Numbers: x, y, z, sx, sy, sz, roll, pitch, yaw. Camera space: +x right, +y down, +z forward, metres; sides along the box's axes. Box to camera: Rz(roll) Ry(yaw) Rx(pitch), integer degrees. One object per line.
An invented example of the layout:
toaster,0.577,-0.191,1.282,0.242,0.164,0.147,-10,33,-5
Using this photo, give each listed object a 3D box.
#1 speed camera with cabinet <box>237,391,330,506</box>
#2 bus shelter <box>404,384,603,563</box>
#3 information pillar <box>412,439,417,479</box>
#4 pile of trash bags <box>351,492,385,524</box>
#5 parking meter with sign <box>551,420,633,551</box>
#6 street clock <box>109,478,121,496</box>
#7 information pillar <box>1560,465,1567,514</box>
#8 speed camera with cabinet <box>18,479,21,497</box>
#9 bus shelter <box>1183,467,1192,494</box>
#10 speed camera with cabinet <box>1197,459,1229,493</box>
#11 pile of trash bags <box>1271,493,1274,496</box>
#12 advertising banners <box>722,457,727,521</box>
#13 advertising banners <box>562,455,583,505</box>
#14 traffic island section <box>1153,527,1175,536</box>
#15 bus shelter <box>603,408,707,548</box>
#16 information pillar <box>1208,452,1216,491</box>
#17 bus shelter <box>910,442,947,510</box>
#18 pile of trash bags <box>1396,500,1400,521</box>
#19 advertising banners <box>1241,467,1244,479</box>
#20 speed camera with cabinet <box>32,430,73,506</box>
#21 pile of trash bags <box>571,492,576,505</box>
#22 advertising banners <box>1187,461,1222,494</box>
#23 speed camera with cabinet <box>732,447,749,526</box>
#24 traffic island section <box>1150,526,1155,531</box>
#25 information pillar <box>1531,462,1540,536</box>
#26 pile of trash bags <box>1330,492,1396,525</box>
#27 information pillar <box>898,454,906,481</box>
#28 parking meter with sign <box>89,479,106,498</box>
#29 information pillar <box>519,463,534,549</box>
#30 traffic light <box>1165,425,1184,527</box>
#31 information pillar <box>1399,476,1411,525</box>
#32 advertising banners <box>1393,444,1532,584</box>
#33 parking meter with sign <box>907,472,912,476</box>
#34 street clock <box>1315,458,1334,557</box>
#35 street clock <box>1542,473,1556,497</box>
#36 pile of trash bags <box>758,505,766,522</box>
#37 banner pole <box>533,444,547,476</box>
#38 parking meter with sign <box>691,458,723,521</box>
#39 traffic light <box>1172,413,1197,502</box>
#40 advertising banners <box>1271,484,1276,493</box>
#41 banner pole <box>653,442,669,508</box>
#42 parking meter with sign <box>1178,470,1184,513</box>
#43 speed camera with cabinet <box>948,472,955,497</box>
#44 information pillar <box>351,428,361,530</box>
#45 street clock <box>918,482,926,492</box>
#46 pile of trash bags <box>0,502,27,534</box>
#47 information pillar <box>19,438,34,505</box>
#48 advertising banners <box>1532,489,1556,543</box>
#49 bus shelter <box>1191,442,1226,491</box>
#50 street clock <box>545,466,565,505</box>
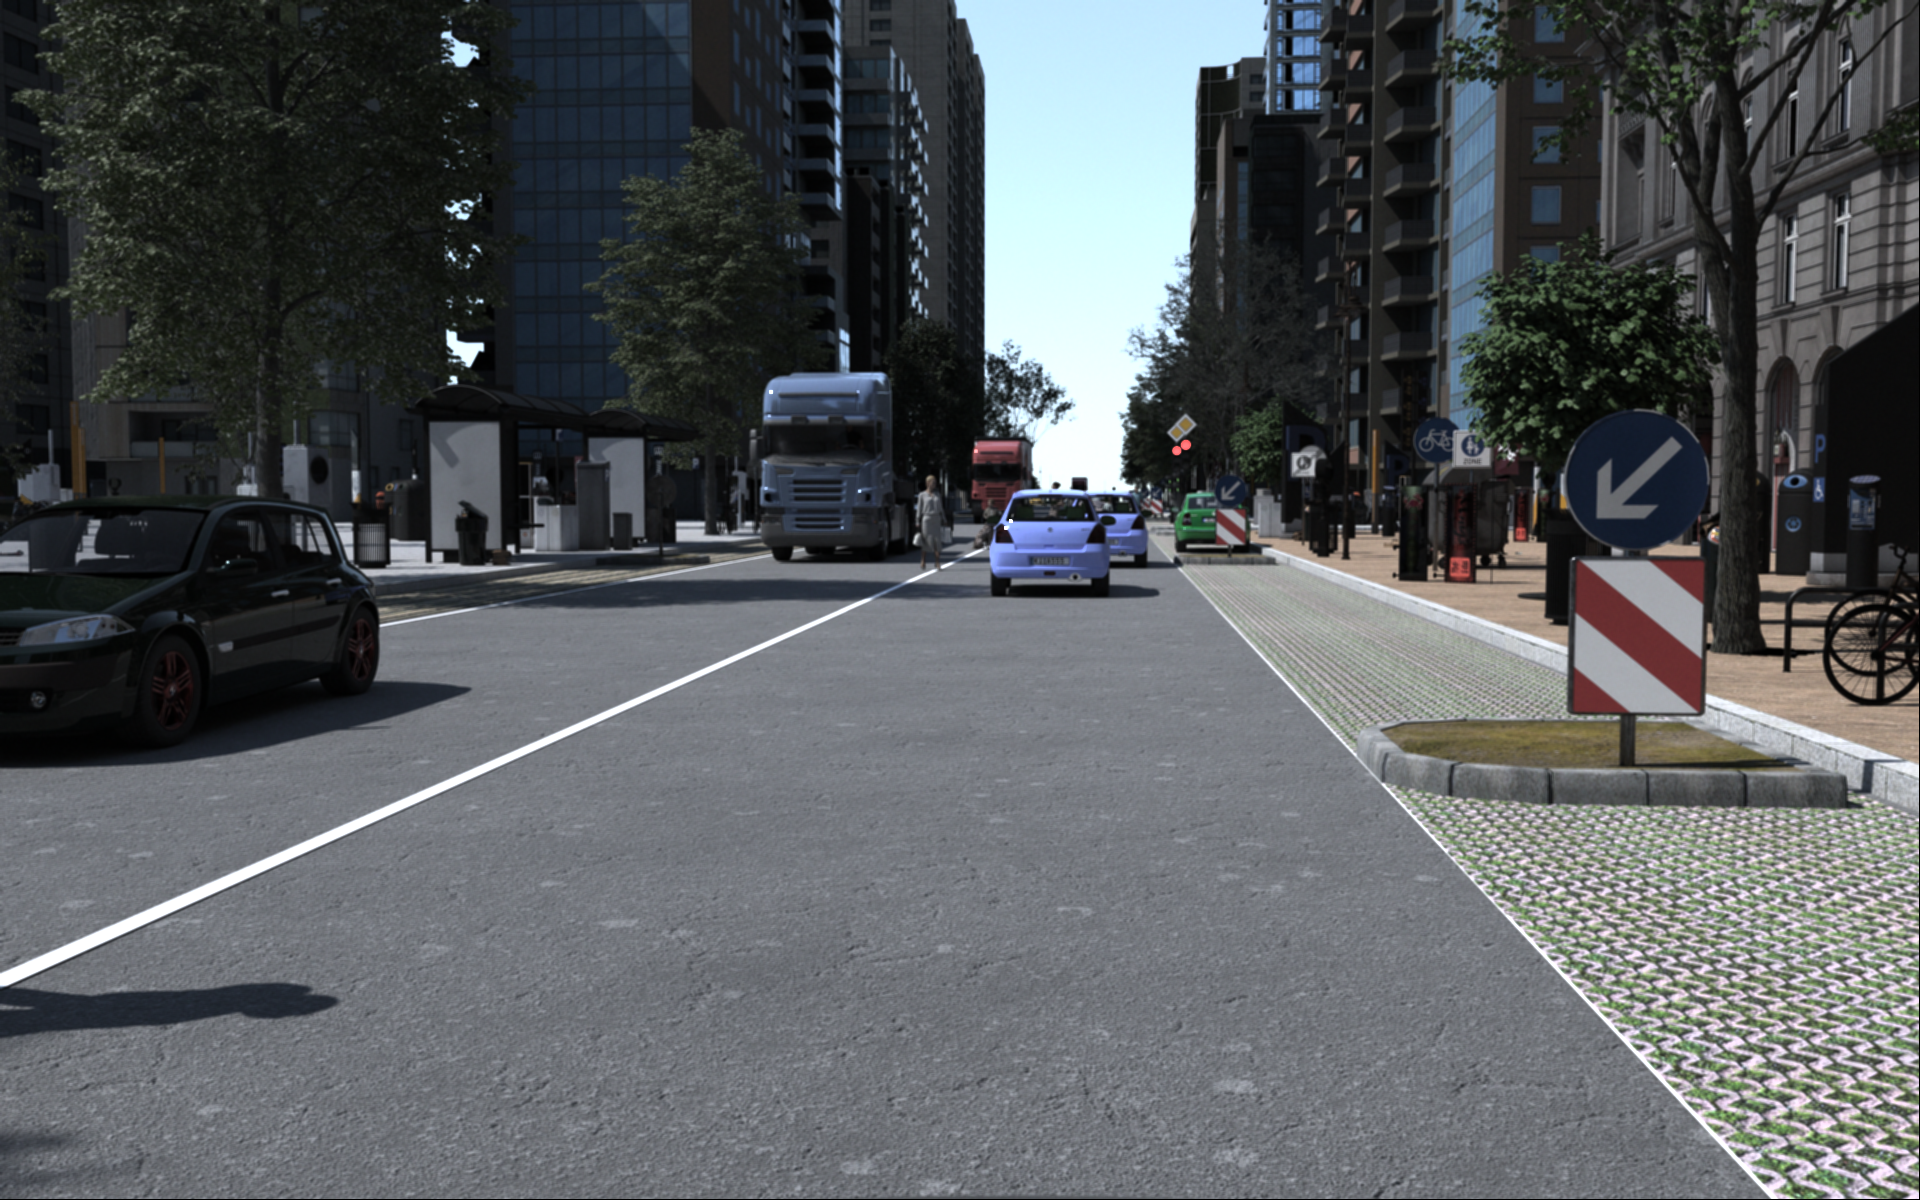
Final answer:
speed camera with cabinet,-12.525,-2.310,32.107,0.660,3.252,2.038,1,4,14
bus shelter,-8.998,-2.489,34.614,2.014,3.302,5.546,0,4,5
information pillar,-23.184,-5.036,73.689,0.183,3.616,0.504,-2,4,-32
pile of trash bags,-24.823,-3.921,73.865,1.912,1.369,3.447,-2,4,-25
parking meter with sign,-8.346,-2.639,39.403,1.738,3.016,0.543,0,4,7
street clock,-37.108,-4.375,76.098,0.471,2.002,0.358,1,4,9
information pillar,24.469,-4.796,69.774,0.504,3.616,0.183,2,4,30
speed camera with cabinet,-43.258,-5.325,81.402,0.660,3.252,2.038,1,4,16
bus shelter,16.351,-8.000,122.082,1.731,3.624,6.357,0,4,5
speed camera with cabinet,13.205,-5.787,88.950,2.038,3.252,0.660,-1,4,-19
pile of trash bags,17.378,-5.046,92.250,3.447,1.369,1.912,-3,5,-40
advertising banners,-10.954,-5.175,80.801,0.090,3.025,2.074,0,4,-2
advertising banners,-17.970,-5.061,78.935,2.074,3.025,0.090,2,4,27
traffic island section,7.849,-2.325,60.295,2.009,0.180,2.903,0,4,5
bus shelter,-8.003,-3.043,43.685,2.014,3.302,5.546,0,4,5
information pillar,13.799,-6.343,95.061,0.504,3.616,0.183,-1,4,-22
bus shelter,-2.135,-8.827,121.952,2.179,5.291,8.768,0,4,5
pile of trash bags,20.227,-4.446,82.437,3.447,1.369,1.912,0,4,6
advertising banners,17.929,-7.042,111.321,0.090,3.025,2.074,2,4,28
speed camera with cabinet,-28.182,-3.651,54.035,0.660,3.252,2.038,0,4,-3
pile of trash bags,-19.594,-4.394,81.587,3.447,1.369,1.912,-1,4,-19
advertising banners,13.043,-5.893,92.535,2.074,3.025,0.090,-1,4,-19
speed camera with cabinet,-8.894,-4.596,69.484,0.660,3.252,2.038,0,4,3
traffic island section,8.533,-2.812,68.251,2.009,0.180,2.903,0,4,5
information pillar,17.580,-3.756,52.771,0.183,3.616,0.504,0,4,7
pile of trash bags,15.956,-3.797,71.840,3.447,1.369,1.912,-2,4,-24
information pillar,-3.378,-6.709,101.039,0.504,3.616,0.183,0,4,-7
parking meter with sign,-44.954,-5.756,90.363,1.738,3.016,0.543,-3,5,-44
information pillar,-10.192,-2.213,40.680,0.304,2.012,0.304,0,4,-1
traffic light,8.494,-4.845,68.140,0.839,4.253,0.868,0,4,5
information pillar,18.231,-4.066,70.977,0.304,2.012,0.304,-2,4,-30
advertising banners,7.181,-1.755,24.878,2.074,3.025,0.090,3,5,44
parking meter with sign,-3.987,-8.533,135.769,0.543,3.016,1.738,-1,4,-11
street clock,7.418,-1.879,35.296,0.358,2.002,0.471,2,4,34
street clock,17.347,-2.845,51.079,0.358,2.002,0.471,0,4,-7
pile of trash bags,-8.096,-4.223,78.799,1.912,1.369,3.447,-1,4,-19
banner pole,-20.855,-5.885,86.240,0.863,3.779,0.401,-2,4,-25
parking meter with sign,-11.983,-5.282,82.614,1.738,3.016,0.543,2,4,31
traffic light,7.810,-4.359,60.184,0.839,4.253,0.868,0,4,5
advertising banners,17.007,-6.066,95.371,0.090,3.025,2.074,3,5,43
banner pole,-13.124,-5.286,76.442,0.863,3.779,0.401,0,4,2
parking meter with sign,13.812,-6.918,109.373,0.543,3.016,1.738,0,4,2
speed camera with cabinet,-1.381,-8.577,134.572,2.038,3.252,0.660,-2,4,-28
information pillar,-21.333,-4.270,61.174,0.504,3.616,0.183,3,5,44
street clock,-2.207,-5.911,101.222,0.471,2.002,0.358,1,4,18
pile of trash bags,-26.234,-2.308,47.484,1.912,1.369,3.447,3,5,43
information pillar,-38.738,-4.927,71.908,0.504,3.616,0.183,-1,4,-11
advertising banners,15.042,-3.064,46.279,0.090,3.025,2.074,-2,4,-32
bus shelter,16.232,-8.357,114.268,2.179,5.291,8.768,0,4,5
street clock,-10.537,-2.479,45.109,0.471,2.002,0.358,-1,4,-10
